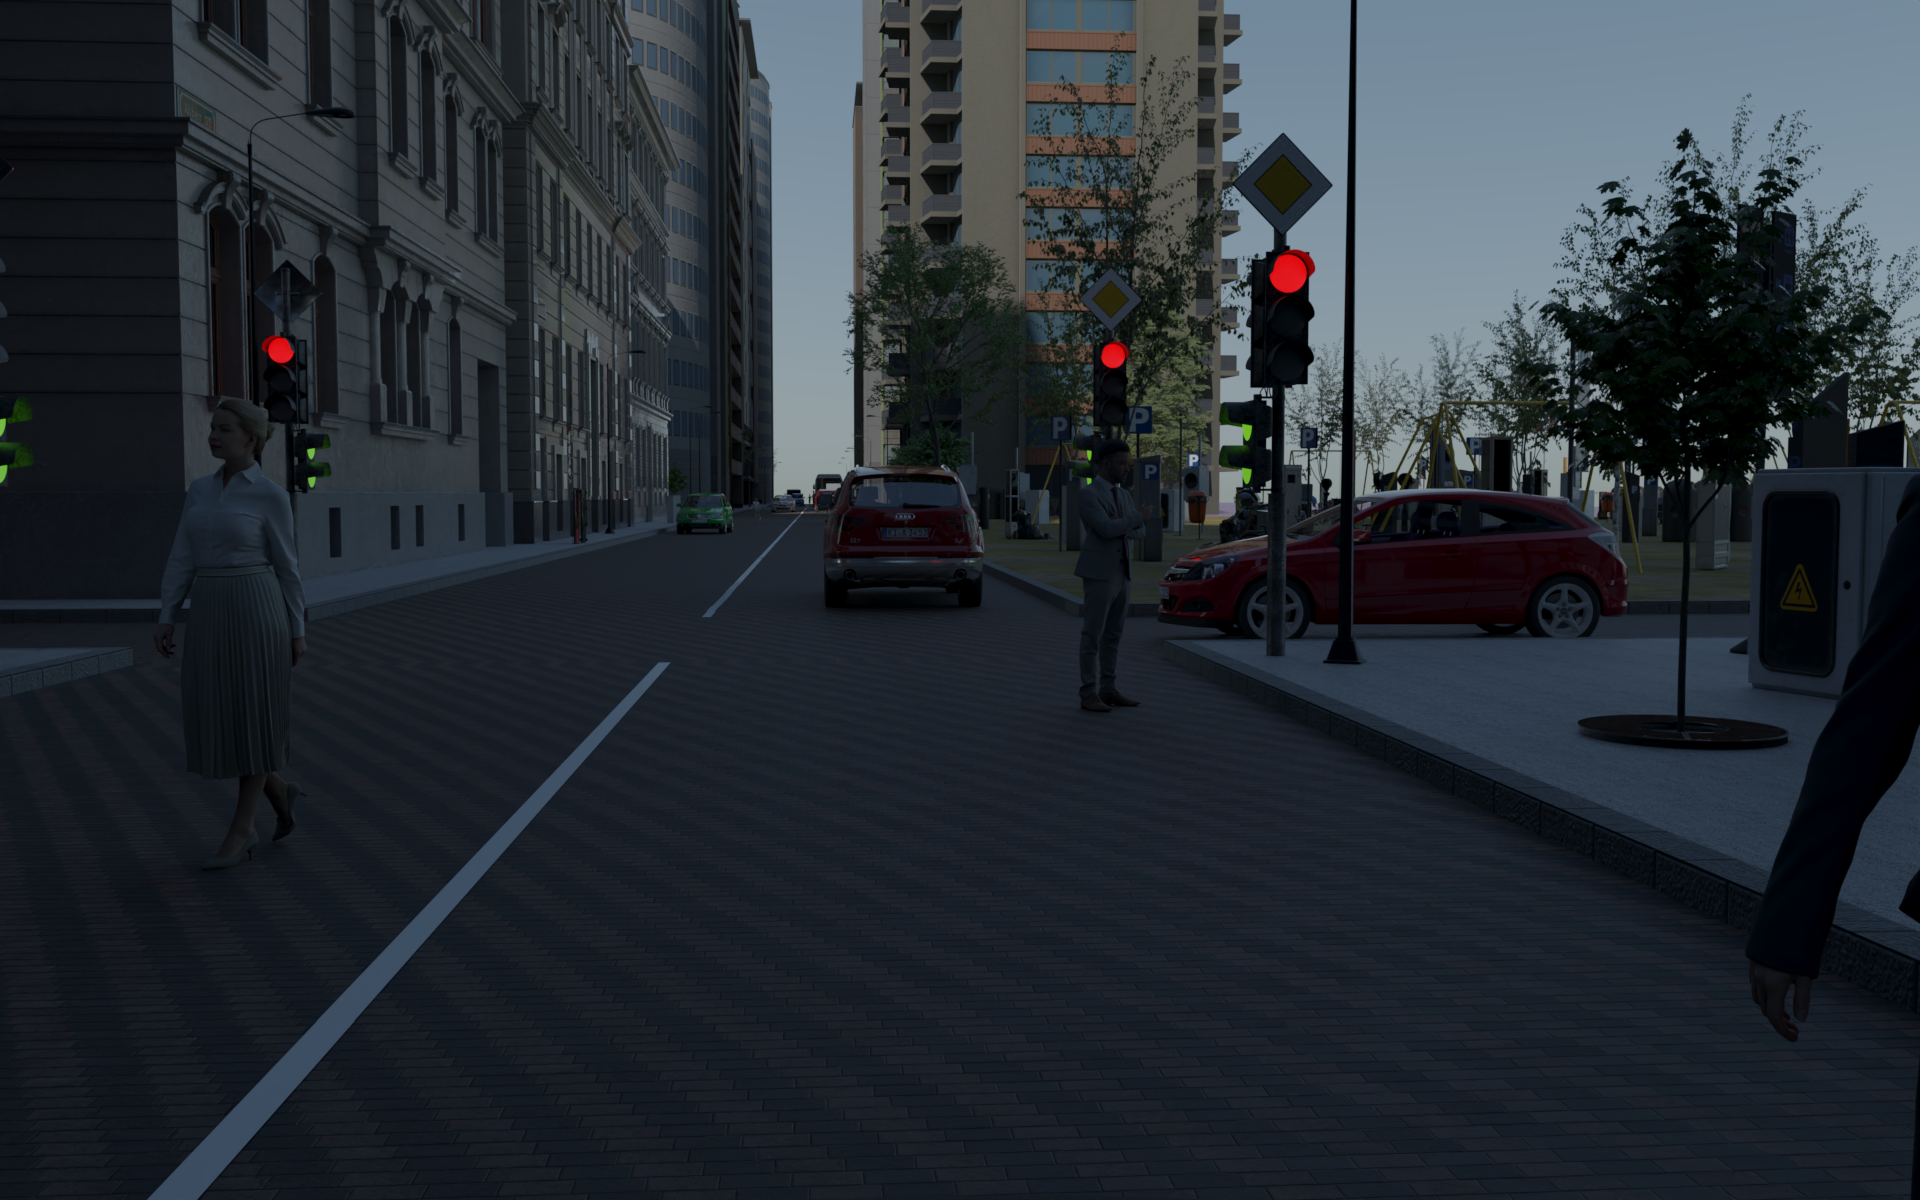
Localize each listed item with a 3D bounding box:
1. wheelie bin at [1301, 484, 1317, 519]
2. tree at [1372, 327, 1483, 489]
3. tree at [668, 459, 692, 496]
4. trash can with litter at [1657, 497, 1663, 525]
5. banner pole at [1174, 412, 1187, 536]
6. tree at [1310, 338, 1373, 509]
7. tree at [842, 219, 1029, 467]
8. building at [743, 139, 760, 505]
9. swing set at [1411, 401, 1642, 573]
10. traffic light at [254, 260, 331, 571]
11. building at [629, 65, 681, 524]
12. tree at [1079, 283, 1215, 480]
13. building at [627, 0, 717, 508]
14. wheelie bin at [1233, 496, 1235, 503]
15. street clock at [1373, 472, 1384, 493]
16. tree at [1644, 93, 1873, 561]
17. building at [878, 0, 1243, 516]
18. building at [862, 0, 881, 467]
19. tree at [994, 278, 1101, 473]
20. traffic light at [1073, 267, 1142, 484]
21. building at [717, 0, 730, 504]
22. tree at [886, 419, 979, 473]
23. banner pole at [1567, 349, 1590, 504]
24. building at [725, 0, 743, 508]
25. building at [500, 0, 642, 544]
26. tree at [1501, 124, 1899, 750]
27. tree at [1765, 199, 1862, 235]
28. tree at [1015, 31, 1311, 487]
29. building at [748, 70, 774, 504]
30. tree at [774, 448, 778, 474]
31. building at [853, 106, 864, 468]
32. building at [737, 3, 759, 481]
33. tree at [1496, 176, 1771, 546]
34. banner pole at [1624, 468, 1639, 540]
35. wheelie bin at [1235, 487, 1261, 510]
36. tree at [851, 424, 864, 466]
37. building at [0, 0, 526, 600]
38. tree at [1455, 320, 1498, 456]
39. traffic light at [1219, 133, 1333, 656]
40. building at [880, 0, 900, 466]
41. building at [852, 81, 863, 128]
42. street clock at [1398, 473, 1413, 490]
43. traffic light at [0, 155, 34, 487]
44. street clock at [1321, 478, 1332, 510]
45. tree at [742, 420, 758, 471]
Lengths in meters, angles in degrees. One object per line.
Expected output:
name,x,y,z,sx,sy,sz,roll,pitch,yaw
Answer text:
wheelie bin,10.410,-2.752,52.903,0.980,1.594,0.693,1,4,13
tree,21.266,-7.732,76.780,4.360,8.622,3.978,0,3,0
tree,-15.549,-6.141,95.007,1.663,3.219,1.824,0,3,0
trash can with litter,29.307,-3.741,72.548,0.624,1.170,1.055,3,5,43
banner pole,6.739,-3.841,52.813,0.401,3.779,0.863,0,4,4
tree,17.041,-8.043,81.861,4.360,8.622,3.978,0,3,0
tree,-0.968,-8.607,66.473,9.928,11.665,9.643,0,3,0
building,-32.063,-34.419,212.867,14.600,45.320,14.200,0,4,-5
swing set,9.656,-1.936,29.274,3.119,2.851,2.862,0,4,-3
traffic light,-8.033,-1.950,20.796,0.839,4.253,0.868,0,4,-5
building,-19.237,-14.820,78.459,11.583,22.565,21.152,0,4,-5
tree,10.160,-10.731,93.581,7.486,12.596,7.792,0,3,0
building,-26.481,-34.610,107.880,21.231,58.520,28.212,0,4,-5
wheelie bin,12.449,-4.163,75.973,0.980,1.594,0.693,1,4,19
street clock,13.987,-3.260,57.875,0.358,2.002,0.471,3,4,36
tree,14.876,-5.050,32.931,4.360,8.622,3.978,0,3,0
building,5.909,-28.106,114.154,22.147,44.769,28.867,0,4,-5
building,1.652,-37.676,157.995,21.231,58.520,28.212,0,4,-5
tree,3.516,-6.587,58.056,4.737,8.622,4.395,0,3,0
traffic light,1.844,-1.999,21.611,0.839,4.253,0.868,0,4,-5
building,-24.960,-27.340,130.600,14.154,41.232,14.086,0,4,-5
tree,-0.897,-5.595,75.191,4.285,4.588,4.351,0,3,0
banner pole,8.523,-2.072,23.894,0.401,3.779,0.863,3,5,42
building,-29.938,-32.085,148.285,21.300,48.544,21.600,0,4,-5
building,-17.539,-15.781,55.291,12.463,27.353,25.104,0,4,-5
tree,3.842,-0.894,9.223,1.663,3.219,1.824,0,3,0
tree,20.564,-5.637,42.524,4.737,8.622,4.395,0,3,0
tree,2.793,-4.794,28.739,4.360,8.622,3.978,0,3,0
building,-36.164,-42.288,233.411,21.231,58.520,28.212,0,4,-5
tree,-28.508,-18.640,255.121,4.360,8.622,3.978,0,3,0
building,-5.060,-33.434,196.763,14.600,45.320,14.200,0,4,-5
building,-36.854,-36.806,191.023,28.713,52.752,27.495,0,4,-5
tree,15.901,-5.555,41.188,4.737,8.622,4.395,0,3,0
banner pole,18.869,-3.594,48.779,0.401,3.779,0.863,0,4,-1
wheelie bin,10.394,-3.315,62.102,0.693,1.594,0.980,1,4,19
tree,-9.335,-14.059,180.231,4.360,8.622,3.978,0,3,0
building,-16.457,-14.891,30.865,14.401,28.519,23.554,0,4,-5
tree,20.833,-6.881,62.865,4.737,8.622,4.395,0,3,0
traffic light,2.490,-1.513,13.652,0.839,4.253,0.868,0,4,-5
building,0.710,-27.678,136.132,14.154,41.232,14.086,0,4,-5
building,1.132,-38.475,218.307,28.713,52.752,27.495,0,4,-5
street clock,15.161,-3.331,59.026,0.471,2.002,0.358,0,4,-3
traffic light,-7.387,-1.463,12.837,0.839,4.253,0.868,0,4,-5
street clock,16.790,-4.575,79.371,0.471,2.002,0.358,3,5,44
tree,-22.069,-13.481,170.775,4.360,8.622,3.978,0,3,0
